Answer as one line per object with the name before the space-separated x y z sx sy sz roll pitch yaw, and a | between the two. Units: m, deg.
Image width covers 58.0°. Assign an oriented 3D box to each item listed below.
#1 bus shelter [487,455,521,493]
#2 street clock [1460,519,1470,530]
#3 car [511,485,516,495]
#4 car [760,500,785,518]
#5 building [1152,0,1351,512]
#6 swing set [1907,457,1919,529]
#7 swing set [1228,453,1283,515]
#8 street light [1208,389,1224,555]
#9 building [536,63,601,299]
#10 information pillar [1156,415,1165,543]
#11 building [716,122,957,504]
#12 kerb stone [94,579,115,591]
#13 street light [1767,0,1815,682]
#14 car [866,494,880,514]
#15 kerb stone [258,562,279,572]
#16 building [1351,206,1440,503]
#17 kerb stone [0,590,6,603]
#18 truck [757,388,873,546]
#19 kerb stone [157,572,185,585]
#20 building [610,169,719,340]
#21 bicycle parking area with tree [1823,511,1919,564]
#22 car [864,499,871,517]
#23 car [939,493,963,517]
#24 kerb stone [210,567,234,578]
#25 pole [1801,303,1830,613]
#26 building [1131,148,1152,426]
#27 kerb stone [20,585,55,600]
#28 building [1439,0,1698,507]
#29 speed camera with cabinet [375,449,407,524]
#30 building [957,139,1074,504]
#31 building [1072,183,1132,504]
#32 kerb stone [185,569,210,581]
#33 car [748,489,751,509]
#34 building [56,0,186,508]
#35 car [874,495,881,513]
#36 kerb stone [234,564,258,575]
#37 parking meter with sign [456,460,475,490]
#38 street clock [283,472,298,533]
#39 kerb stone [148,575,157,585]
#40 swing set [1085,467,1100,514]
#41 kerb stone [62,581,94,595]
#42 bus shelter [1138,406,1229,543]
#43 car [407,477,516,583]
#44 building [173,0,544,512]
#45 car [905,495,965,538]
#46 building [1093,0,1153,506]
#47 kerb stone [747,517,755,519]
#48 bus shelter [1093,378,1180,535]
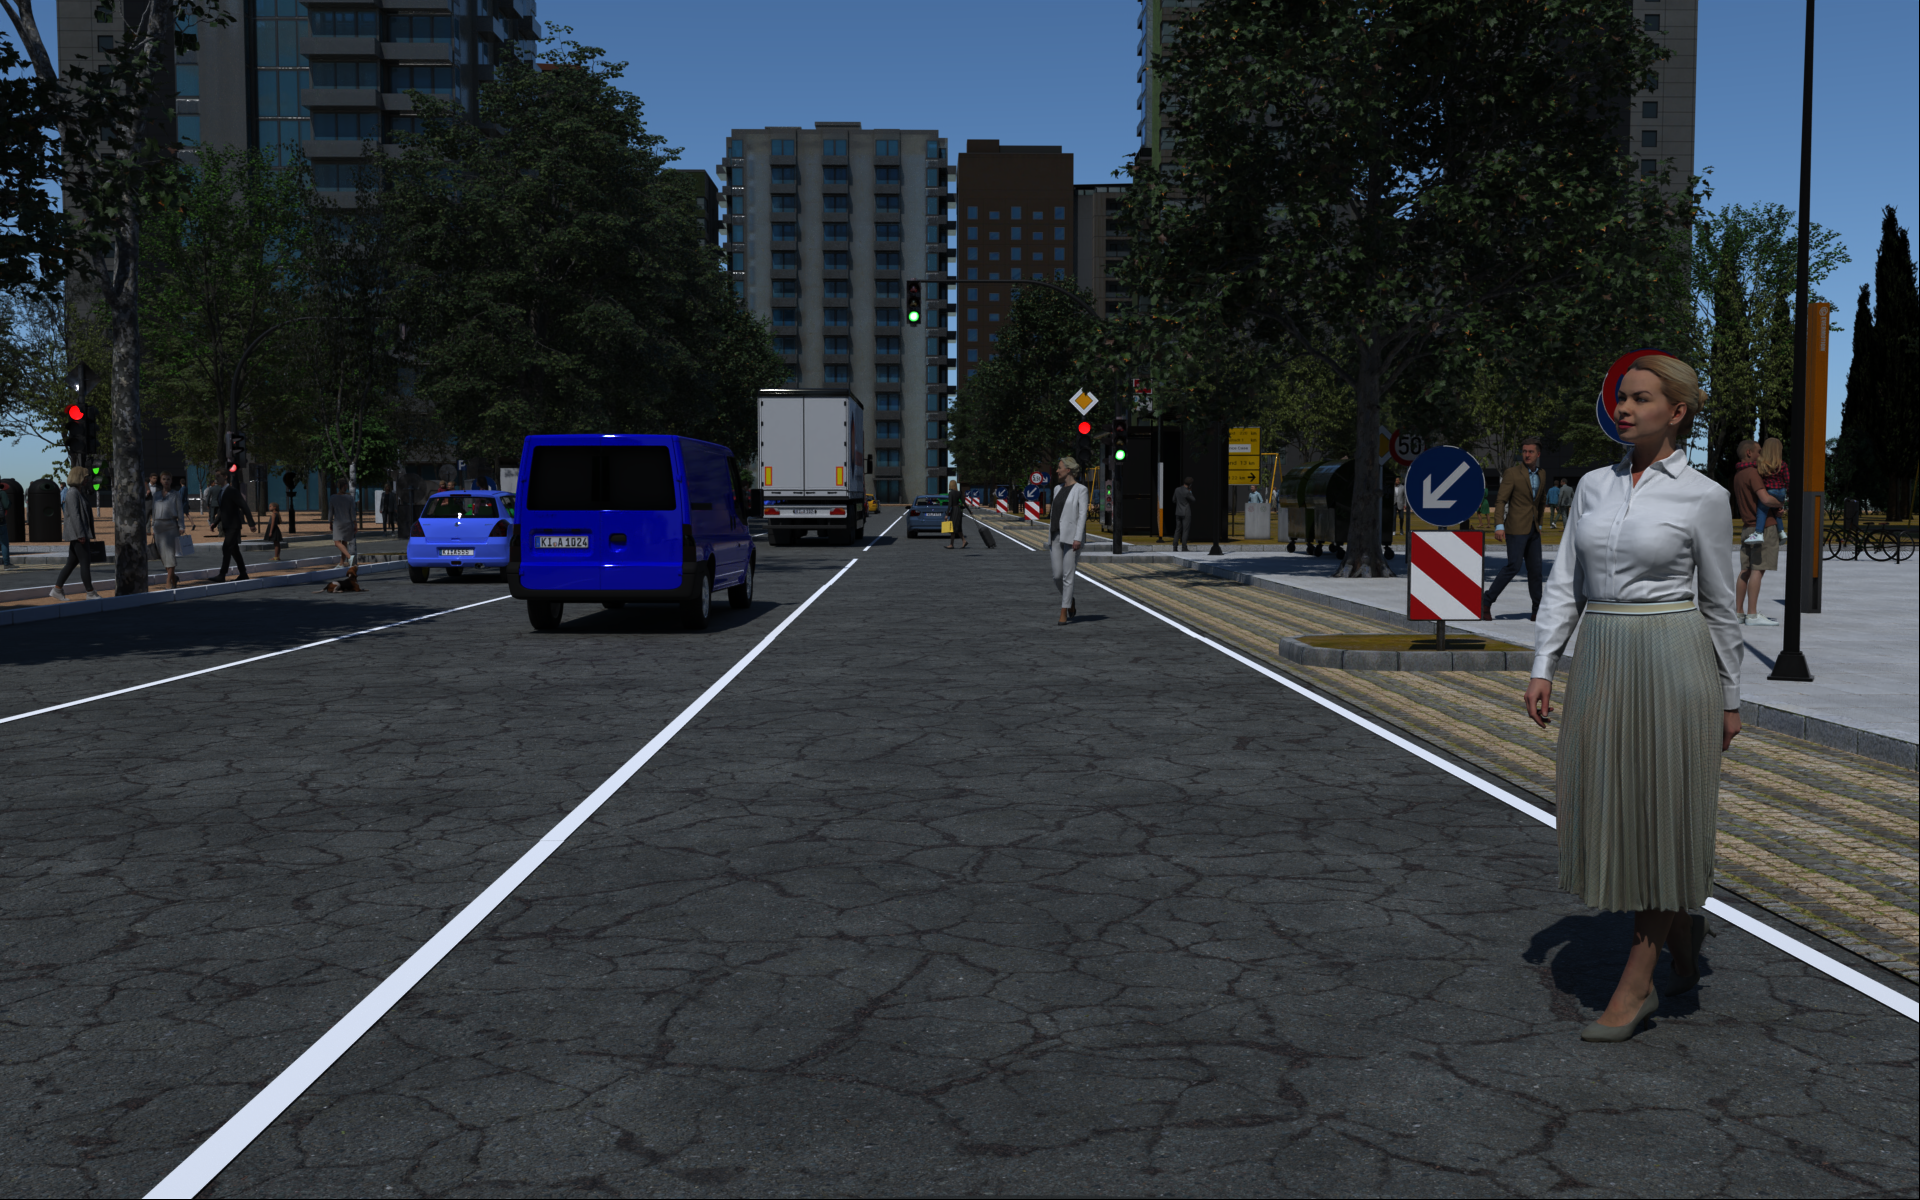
bus shelter | -23.268 -5.976 91.635 2.014 3.302 5.546 0 4 -1
street clock | 10.852 -1.997 37.216 0.471 2.002 0.358 2 4 29
car | -15.172 -2.974 57.427 1.959 1.807 4.718 0 4 -1
car | -11.044 -5.761 103.784 1.945 1.707 3.694 0 4 -1
building | 21.398 -27.446 132.335 14.154 41.232 14.086 0 4 -1
swing set | 33.508 -3.651 57.315 3.119 2.851 2.862 1 4 14
swing set | 11.029 -4.244 67.010 3.119 2.851 2.862 2 4 27
street light | 4.840 -3.896 36.242 1.470 5.913 1.316 0 4 -1
building | -49.095 -31.651 172.126 28.867 44.769 22.147 0 4 -1
information pillar | 5.293 -3.325 45.725 0.183 3.616 0.504 0 4 0
building | -15.764 -37.063 225.580 30.456 49.044 23.786 0 4 -1
kerb stone | -12.706 -0.212 25.718 0.120 0.150 1.000 0 4 -1
street light | 5.215 -2.402 11.818 1.470 5.913 1.316 0 4 -1
car | -6.795 -7.009 124.826 2.015 1.641 3.980 0 4 -2
kerb stone | -12.831 -0.591 31.866 0.120 0.150 1.000 0 4 -1
building | 54.148 -32.996 231.359 23.993 40.220 32.217 0 4 -1
kerb stone | -12.644 -0.027 22.641 0.120 0.150 1.000 0 4 -1
truck | -4.196 -3.828 51.496 2.839 4.237 11.283 0 4 -1
kerb stone | -12.747 -0.341 27.766 0.120 0.150 1.000 0 4 -1
building | -38.310 -32.849 220.668 14.086 41.232 14.154 0 4 -1
bicycle parking area with tree | 19.923 -2.612 29.703 9.016 4.147 8.231 1 4 18
car | -6.623 -6.064 108.186 2.155 1.783 4.494 0 4 -1
car | -0.695 -6.236 110.753 1.959 1.807 4.718 0 3 0
kerb stone | -12.796 -0.465 29.809 0.120 0.150 1.000 0 4 -1
pole | 9.169 -1.513 18.588 0.158 3.312 0.155 0 3 0
building | 21.403 -22.984 147.483 14.160 30.474 14.107 0 4 -1
kerb stone | -12.680 -0.088 23.668 0.120 0.150 1.000 0 4 -1
building | 59.410 -45.028 174.465 20.611 71.187 20.563 0 4 -1
speed camera with cabinet | -24.580 -4.946 75.207 0.660 3.252 2.038 1 4 16
building | 6.792 -34.971 221.878 14.200 45.320 14.600 0 4 -1
building | 20.945 -32.906 221.609 14.086 41.232 14.154 0 4 -1
kerb stone | -12.777 -0.400 28.788 0.120 0.150 1.000 0 4 -1
car | -16.890 -7.655 133.834 2.281 1.827 5.304 0 4 -2
building | -73.849 -44.867 171.829 20.611 71.187 20.563 0 4 -1
car | -6.942 -7.267 130.811 2.014 1.417 4.499 0 4 0
kerb stone | -12.809 -0.527 30.844 0.120 0.150 1.000 0 4 -1
parking meter with sign | -24.570 -5.554 87.070 1.738 3.016 0.543 3 5 41
street clock | -21.783 -3.173 56.441 0.471 2.002 0.358 -2 4 -30
kerb stone | -12.729 -0.277 26.743 0.120 0.150 1.000 0 4 -1
swing set | 9.187 -6.591 105.385 3.119 2.851 2.862 1 4 18
kerb stone | -12.690 -0.152 24.690 0.120 0.150 1.000 0 4 -1
bus shelter | 6.245 -3.508 48.639 1.731 3.624 6.357 0 4 -1
car | -8.070 -1.200 29.218 1.945 1.707 3.694 0 4 -3
building | -45.195 -31.478 134.270 23.786 49.044 30.456 0 4 -1
car | -0.833 -2.771 57.311 2.014 1.417 4.499 0 4 1
building | 25.758 -52.337 168.374 22.319 86.520 31.000 0 4 -1
kerb stone | -12.078 -4.762 100.047 0.120 0.150 1.000 0 4 -1
bus shelter | 5.646 -4.884 57.492 2.179 5.291 8.768 0 4 -1
